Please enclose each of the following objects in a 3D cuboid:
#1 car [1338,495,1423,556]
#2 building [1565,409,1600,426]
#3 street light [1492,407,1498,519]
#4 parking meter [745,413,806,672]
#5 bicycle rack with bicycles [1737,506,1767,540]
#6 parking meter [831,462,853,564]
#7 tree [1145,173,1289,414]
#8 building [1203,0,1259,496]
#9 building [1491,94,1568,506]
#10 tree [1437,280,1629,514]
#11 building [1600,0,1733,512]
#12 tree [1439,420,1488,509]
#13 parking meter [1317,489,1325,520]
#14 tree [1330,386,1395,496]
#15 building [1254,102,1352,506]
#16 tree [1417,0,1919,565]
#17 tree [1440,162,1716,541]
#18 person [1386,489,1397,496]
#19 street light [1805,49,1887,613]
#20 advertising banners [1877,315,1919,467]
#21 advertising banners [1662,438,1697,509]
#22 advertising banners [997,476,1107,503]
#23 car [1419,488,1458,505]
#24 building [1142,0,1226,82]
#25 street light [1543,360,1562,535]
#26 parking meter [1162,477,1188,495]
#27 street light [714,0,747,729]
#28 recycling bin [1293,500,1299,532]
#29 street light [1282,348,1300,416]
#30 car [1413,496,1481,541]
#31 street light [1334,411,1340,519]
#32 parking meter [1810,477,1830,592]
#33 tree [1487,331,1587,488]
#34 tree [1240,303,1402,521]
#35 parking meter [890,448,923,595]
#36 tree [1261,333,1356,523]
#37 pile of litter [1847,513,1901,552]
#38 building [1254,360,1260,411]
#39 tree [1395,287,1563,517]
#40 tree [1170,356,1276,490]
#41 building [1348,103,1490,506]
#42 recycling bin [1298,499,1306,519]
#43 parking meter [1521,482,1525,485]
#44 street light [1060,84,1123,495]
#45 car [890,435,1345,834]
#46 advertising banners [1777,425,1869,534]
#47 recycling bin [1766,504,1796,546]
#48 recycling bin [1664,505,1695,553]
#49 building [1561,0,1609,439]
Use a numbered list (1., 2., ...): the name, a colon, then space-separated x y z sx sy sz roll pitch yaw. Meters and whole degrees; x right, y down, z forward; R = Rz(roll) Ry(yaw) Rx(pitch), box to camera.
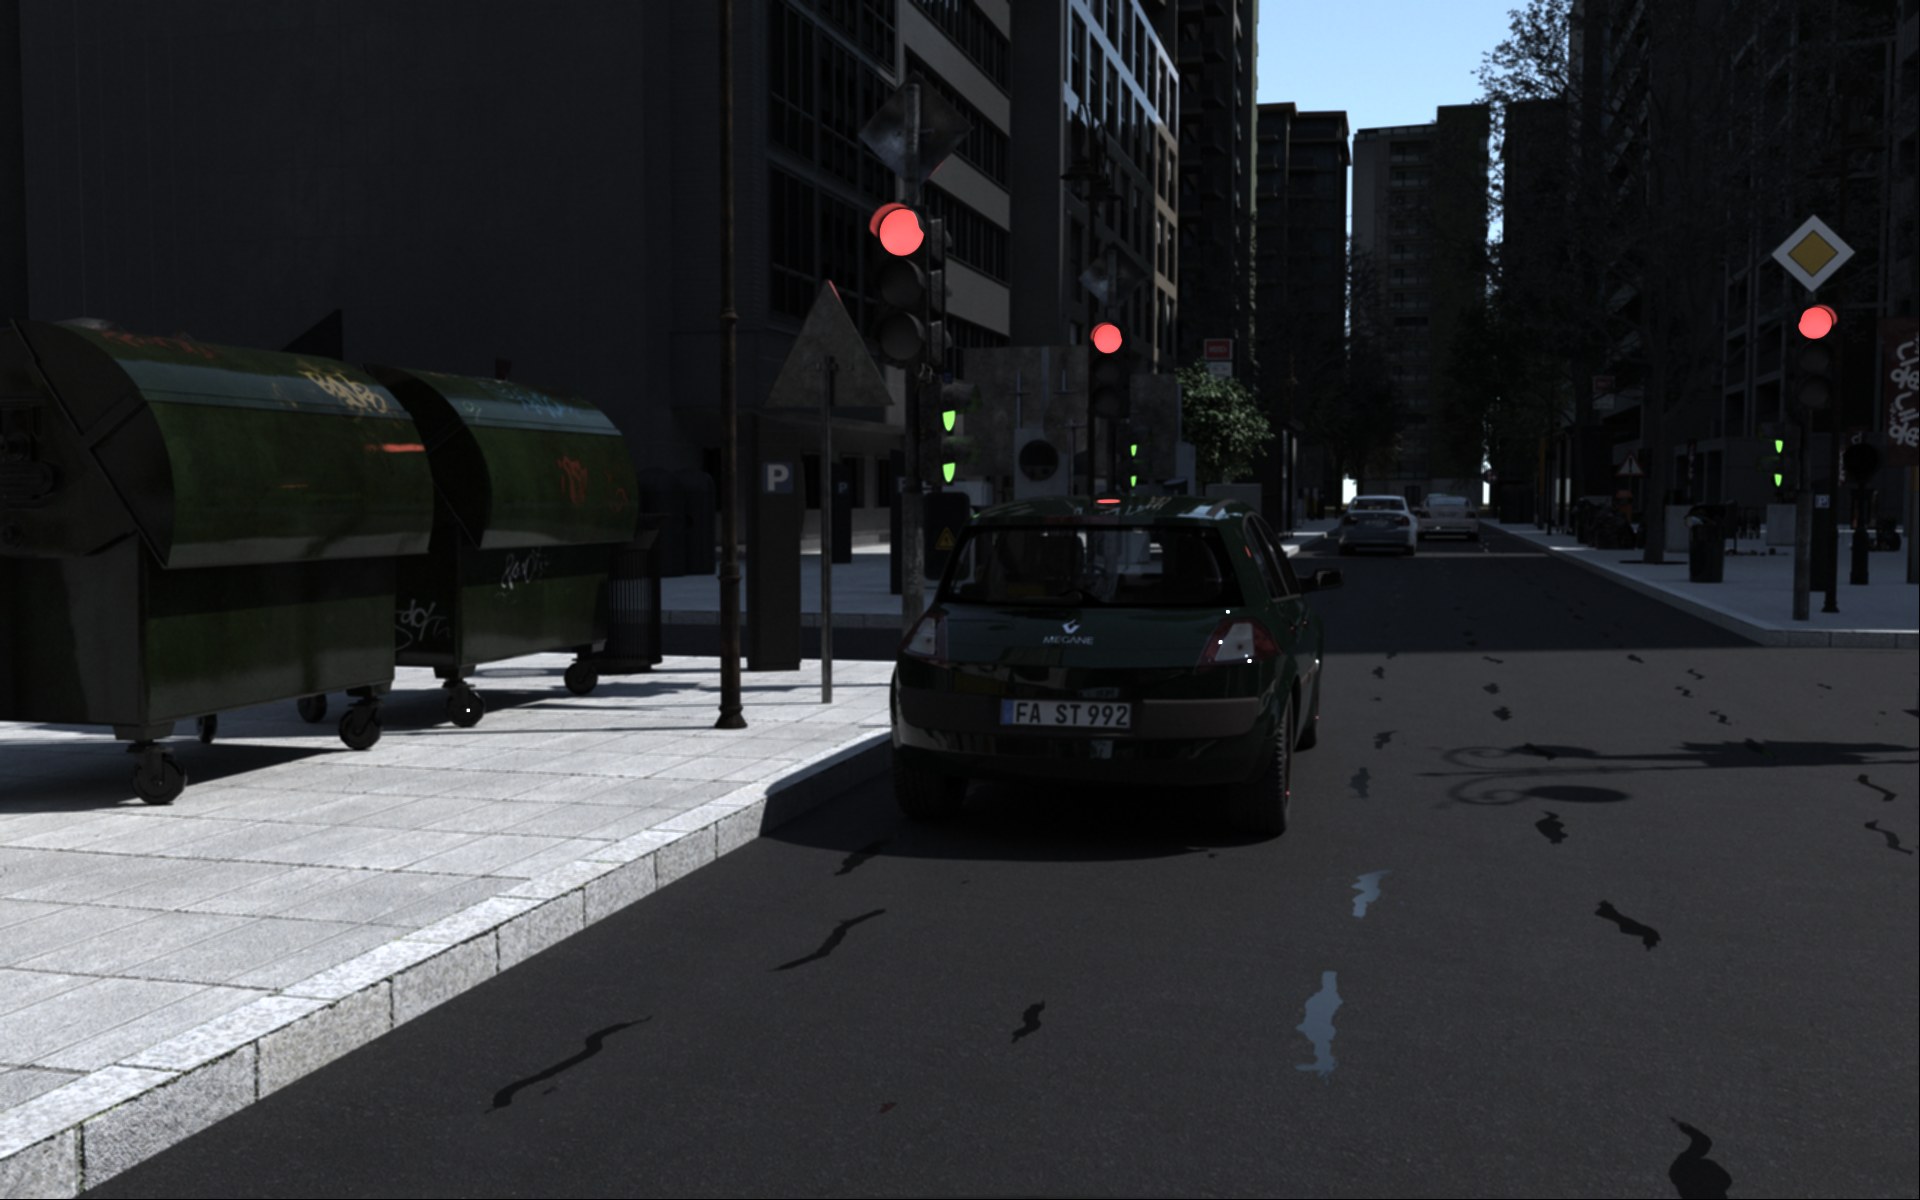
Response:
1. car: 10.052 -1.805 41.522 2.014 1.417 4.499 1 4 16
2. building: 55.909 -49.390 120.201 22.319 86.520 31.000 1 4 14
3. street light: 27.679 -7.135 89.444 0.468 5.910 1.993 1 4 14
4. parking meter: -1.344 -0.421 12.600 0.399 1.863 0.255 -1 4 -21
5. bicycle rack with bicycles: 22.184 -2.254 50.230 2.852 0.926 2.925 3 5 40
6. parking meter: -2.199 -1.609 32.012 0.399 1.863 0.255 -2 4 -27
7. tree: 12.516 -9.493 65.579 12.009 13.543 11.850 0 3 0
8. building: 14.708 -27.354 130.827 14.154 41.232 14.086 1 4 14
9. building: 70.975 -32.428 184.814 28.867 44.769 22.147 1 4 14
10. tree: 26.838 -9.503 81.133 9.928 11.665 9.643 0 3 0
11. building: 48.183 -28.868 95.688 21.300 48.544 21.600 1 4 14
12. tree: 43.415 -12.121 148.532 4.360 8.622 3.978 0 3 0
13. parking meter: 18.193 -4.824 87.284 0.372 1.533 0.369 0 3 0
14. tree: 35.628 -14.315 152.180 7.486 12.596 7.792 0 3 0
15. building: 28.967 -33.080 195.475 28.867 44.769 22.147 1 4 14
16. tree: 12.911 -7.406 31.452 12.009 13.543 11.850 0 3 0
17. tree: 16.528 -6.867 46.694 7.601 10.594 8.767 1 4 21
18. person: 27.243 -6.126 109.459 0.742 1.727 0.445 1 4 17
19. street light: 9.446 -2.803 18.618 0.468 5.910 1.993 1 4 14
20. advertising banners: 9.858 -1.245 16.542 2.074 3.025 0.090 3 5 39
21. advertising banners: 22.949 -3.620 55.372 0.090 3.025 2.074 0 4 -7
22. advertising banners: 1.631 -1.945 27.992 2.074 3.025 0.090 1 4 10
23. car: 20.922 -4.056 75.104 1.959 1.807 4.718 1 4 16
24. building: 4.988 -27.877 110.412 22.147 44.769 28.867 1 4 14
25. street light: 18.326 -4.948 53.694 0.468 5.910 1.993 1 4 14
26. parking meter: 3.224 -1.075 25.994 0.372 1.533 0.369 0 3 0
27. street light: -1.260 -2.236 9.347 0.468 5.910 1.993 1 4 14
28. recycling bin: 10.870 -2.813 58.554 0.722 1.027 0.722 -1 4 -23
29. street light: 10.504 -5.030 55.024 0.468 5.910 1.993 1 4 14
30. car: 15.224 -2.557 54.167 2.083 1.381 4.827 1 4 15
31. street light: 19.575 -7.164 89.912 0.468 5.910 1.993 1 4 14
32. parking meter: 11.349 -0.883 22.856 0.372 1.533 0.369 0 3 0
33. tree: 24.254 -7.484 72.728 4.737 8.622 4.395 0 3 0
34. tree: 17.095 -9.146 83.946 8.767 10.594 7.601 0 4 2
35. parking meter: -0.684 -1.004 22.128 0.399 1.863 0.255 0 4 5
36. tree: 15.086 -7.719 76.574 4.737 8.622 4.395 0 3 0
37. pile of litter: 20.622 -1.538 39.105 1.719 0.858 1.176 -3 4 -37
38. building: 11.813 -51.340 152.084 31.000 86.520 22.319 1 4 14
39. tree: 29.277 -10.836 95.298 7.486 12.596 7.792 0 3 0
40. tree: 5.732 -3.494 40.837 4.285 4.588 4.351 0 3 0
41. building: 49.117 -30.739 186.174 14.086 41.232 14.154 1 4 14
42. recycling bin: 17.555 -4.748 90.178 0.722 1.027 0.722 -1 4 -15
43. parking meter: 28.476 -4.997 87.404 0.255 1.863 0.399 1 4 8
44. street light: 1.528 -2.894 20.111 0.468 5.910 1.993 1 4 14
45. car: 0.919 0.058 8.838 2.009 1.686 4.222 1 4 14
46. advertising banners: 22.152 -2.954 44.493 2.074 3.025 0.090 2 4 29
47. recycling bin: 20.489 -1.861 42.983 0.722 1.027 0.722 3 5 41
48. recycling bin: 15.956 -1.567 38.179 0.722 1.027 0.722 1 4 16
49. building: 58.295 -30.235 144.450 14.600 45.320 14.200 1 4 14
